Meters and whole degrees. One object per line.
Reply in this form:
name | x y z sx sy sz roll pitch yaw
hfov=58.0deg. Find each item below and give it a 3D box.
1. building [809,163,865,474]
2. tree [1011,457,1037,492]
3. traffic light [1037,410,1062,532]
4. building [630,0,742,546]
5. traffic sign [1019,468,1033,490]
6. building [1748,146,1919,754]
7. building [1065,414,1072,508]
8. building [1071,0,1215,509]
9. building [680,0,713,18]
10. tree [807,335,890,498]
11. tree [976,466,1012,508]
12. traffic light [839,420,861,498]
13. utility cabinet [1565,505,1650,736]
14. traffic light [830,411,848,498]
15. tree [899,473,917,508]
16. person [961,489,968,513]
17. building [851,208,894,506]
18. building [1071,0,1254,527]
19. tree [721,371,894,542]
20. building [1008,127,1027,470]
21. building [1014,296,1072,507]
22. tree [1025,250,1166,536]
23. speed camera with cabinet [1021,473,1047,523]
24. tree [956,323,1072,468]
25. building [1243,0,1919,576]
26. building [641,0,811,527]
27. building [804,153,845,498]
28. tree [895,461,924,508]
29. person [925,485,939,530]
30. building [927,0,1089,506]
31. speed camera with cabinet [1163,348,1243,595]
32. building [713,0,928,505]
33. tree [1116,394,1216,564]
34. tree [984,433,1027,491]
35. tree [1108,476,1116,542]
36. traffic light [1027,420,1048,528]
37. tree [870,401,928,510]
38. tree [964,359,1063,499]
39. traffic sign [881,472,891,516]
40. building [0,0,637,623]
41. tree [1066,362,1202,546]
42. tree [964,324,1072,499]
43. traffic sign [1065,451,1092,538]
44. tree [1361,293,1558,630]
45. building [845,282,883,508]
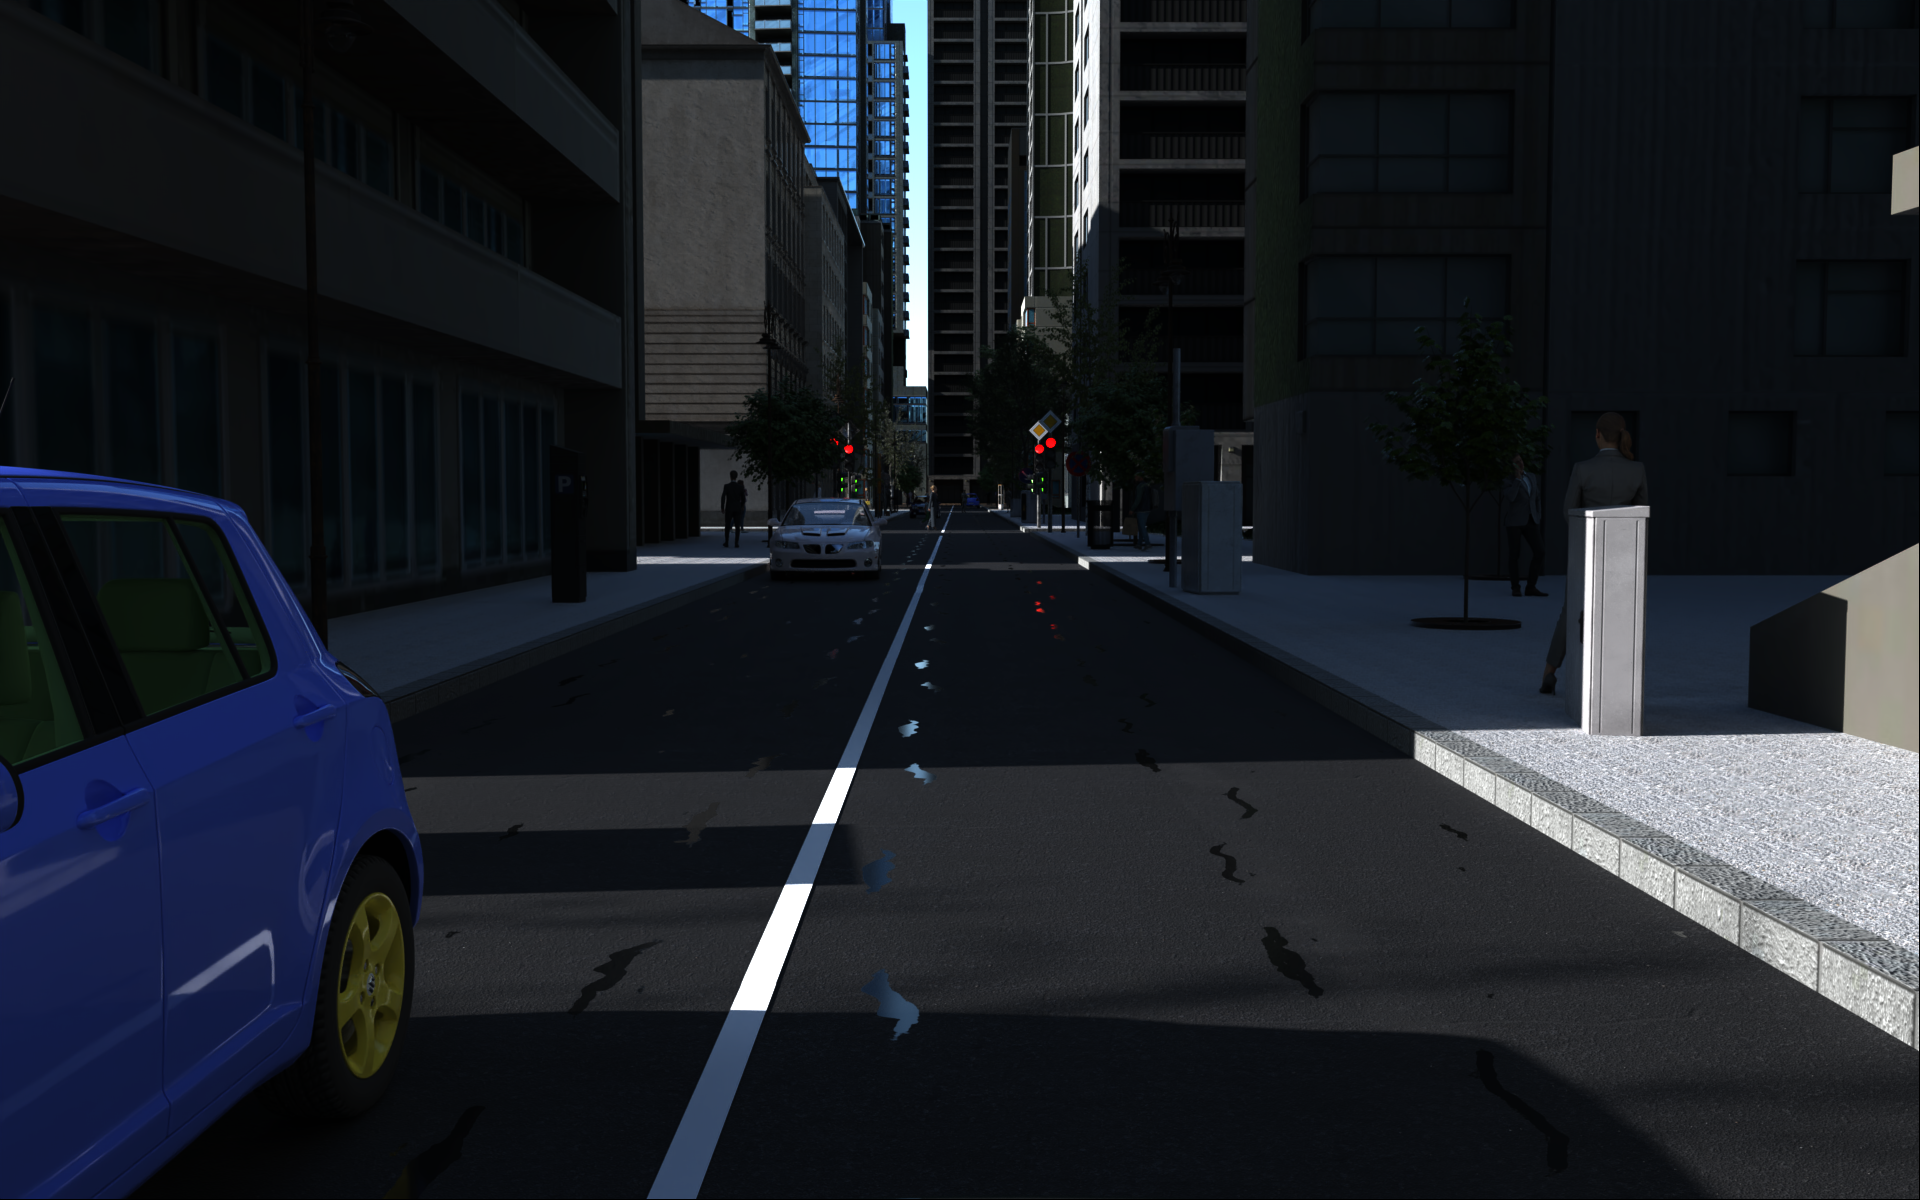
building | -14.353 -18.258 117.592 14.314 24.678 30.058 0 3 0
tree | 3.702 -5.767 88.889 1.663 3.219 1.824 0 3 0
traffic light | 2.989 -4.211 57.767 0.839 4.253 0.868 0 3 0
building | -21.210 -23.743 42.818 28.867 44.769 22.147 0 3 0
traffic sign | 3.222 -5.118 83.780 0.768 2.556 0.104 1 4 9
building | 20.857 -18.985 2.287 32.217 40.220 23.993 0 3 0
building | 19.699 -49.600 123.629 22.319 86.520 31.000 0 3 0
building | 15.688 -45.931 189.222 20.563 71.187 20.611 0 3 0
building | -50.986 -56.413 235.016 31.000 86.520 22.319 0 3 0
tree | -5.072 -7.909 79.667 4.737 8.622 4.395 0 3 0
tree | 3.381 -12.748 192.149 4.285 4.588 4.351 0 3 0
traffic light | -4.180 -4.698 65.729 0.839 4.253 0.868 0 3 0
utility cabinet | 3.584 0.092 9.655 0.306 1.237 1.020 1 4 12
traffic light | -4.172 -4.209 57.744 0.839 4.253 0.868 0 3 0
tree | -4.733 -10.071 159.254 1.663 3.219 1.824 0 3 0
person | 0.369 -7.666 134.116 0.520 1.790 0.573 1 4 12
building | -14.088 -24.792 177.052 14.160 30.474 14.107 0 3 0
building | 15.892 -39.029 76.379 20.611 71.187 20.563 0 3 0
tree | -4.675 -3.849 46.643 4.285 4.588 4.351 0 3 0
building | 12.818 -34.087 207.425 14.600 45.320 14.200 0 3 0
building | 19.462 -19.631 166.011 27.650 21.520 28.899 0 3 0
tree | 4.186 -6.288 53.170 4.737 8.622 4.395 0 3 0
speed camera with cabinet | 3.255 -5.007 76.194 0.660 3.252 2.038 -1 4 -16
tree | 3.478 -9.814 94.878 7.601 10.594 8.767 1 4 16
building | 12.491 -21.362 32.870 14.154 41.232 14.086 0 3 0
building | -12.153 -13.876 76.020 9.793 20.994 18.267 0 3 0
building | -12.022 -14.645 94.200 10.420 20.320 16.860 0 3 0
tree | -5.066 -11.036 164.148 4.285 4.588 4.351 0 3 0
person | -1.086 -3.623 68.153 0.534 1.772 0.576 0 4 -7
building | 6.046 -48.791 235.986 20.611 71.187 20.563 0 3 0
speed camera with cabinet | 3.207 -1.750 22.953 0.660 3.252 2.038 0 4 -7
building | -19.987 -56.478 236.079 31.000 86.520 22.319 0 3 0
tree | 3.876 -2.293 32.096 1.663 3.219 1.824 0 3 0
tree | 3.526 -12.000 146.570 4.360 8.622 3.978 0 3 0
tree | 4.531 -3.207 47.035 1.663 3.219 1.824 0 3 0
traffic light | 2.981 -4.699 65.752 0.839 4.253 0.868 0 3 0
tree | -5.241 -11.494 138.287 4.360 8.622 3.978 0 3 0
tree | 4.076 -12.399 128.472 9.928 11.665 9.643 0 3 0
traffic sign | -4.449 -6.211 101.652 0.768 2.556 0.104 0 4 0
building | -16.125 -24.081 17.422 21.300 48.544 21.600 0 3 0
tree | 4.354 -3.636 43.167 4.285 4.588 4.351 0 3 0
tree | 4.072 -12.074 115.545 7.486 12.596 7.792 0 3 0
traffic sign | 3.471 -3.099 50.771 0.768 2.556 0.104 0 4 1
tree | 4.956 -1.361 16.859 1.663 3.219 1.824 0 3 0
building | -21.417 -19.010 155.854 27.650 21.520 28.899 0 3 0
